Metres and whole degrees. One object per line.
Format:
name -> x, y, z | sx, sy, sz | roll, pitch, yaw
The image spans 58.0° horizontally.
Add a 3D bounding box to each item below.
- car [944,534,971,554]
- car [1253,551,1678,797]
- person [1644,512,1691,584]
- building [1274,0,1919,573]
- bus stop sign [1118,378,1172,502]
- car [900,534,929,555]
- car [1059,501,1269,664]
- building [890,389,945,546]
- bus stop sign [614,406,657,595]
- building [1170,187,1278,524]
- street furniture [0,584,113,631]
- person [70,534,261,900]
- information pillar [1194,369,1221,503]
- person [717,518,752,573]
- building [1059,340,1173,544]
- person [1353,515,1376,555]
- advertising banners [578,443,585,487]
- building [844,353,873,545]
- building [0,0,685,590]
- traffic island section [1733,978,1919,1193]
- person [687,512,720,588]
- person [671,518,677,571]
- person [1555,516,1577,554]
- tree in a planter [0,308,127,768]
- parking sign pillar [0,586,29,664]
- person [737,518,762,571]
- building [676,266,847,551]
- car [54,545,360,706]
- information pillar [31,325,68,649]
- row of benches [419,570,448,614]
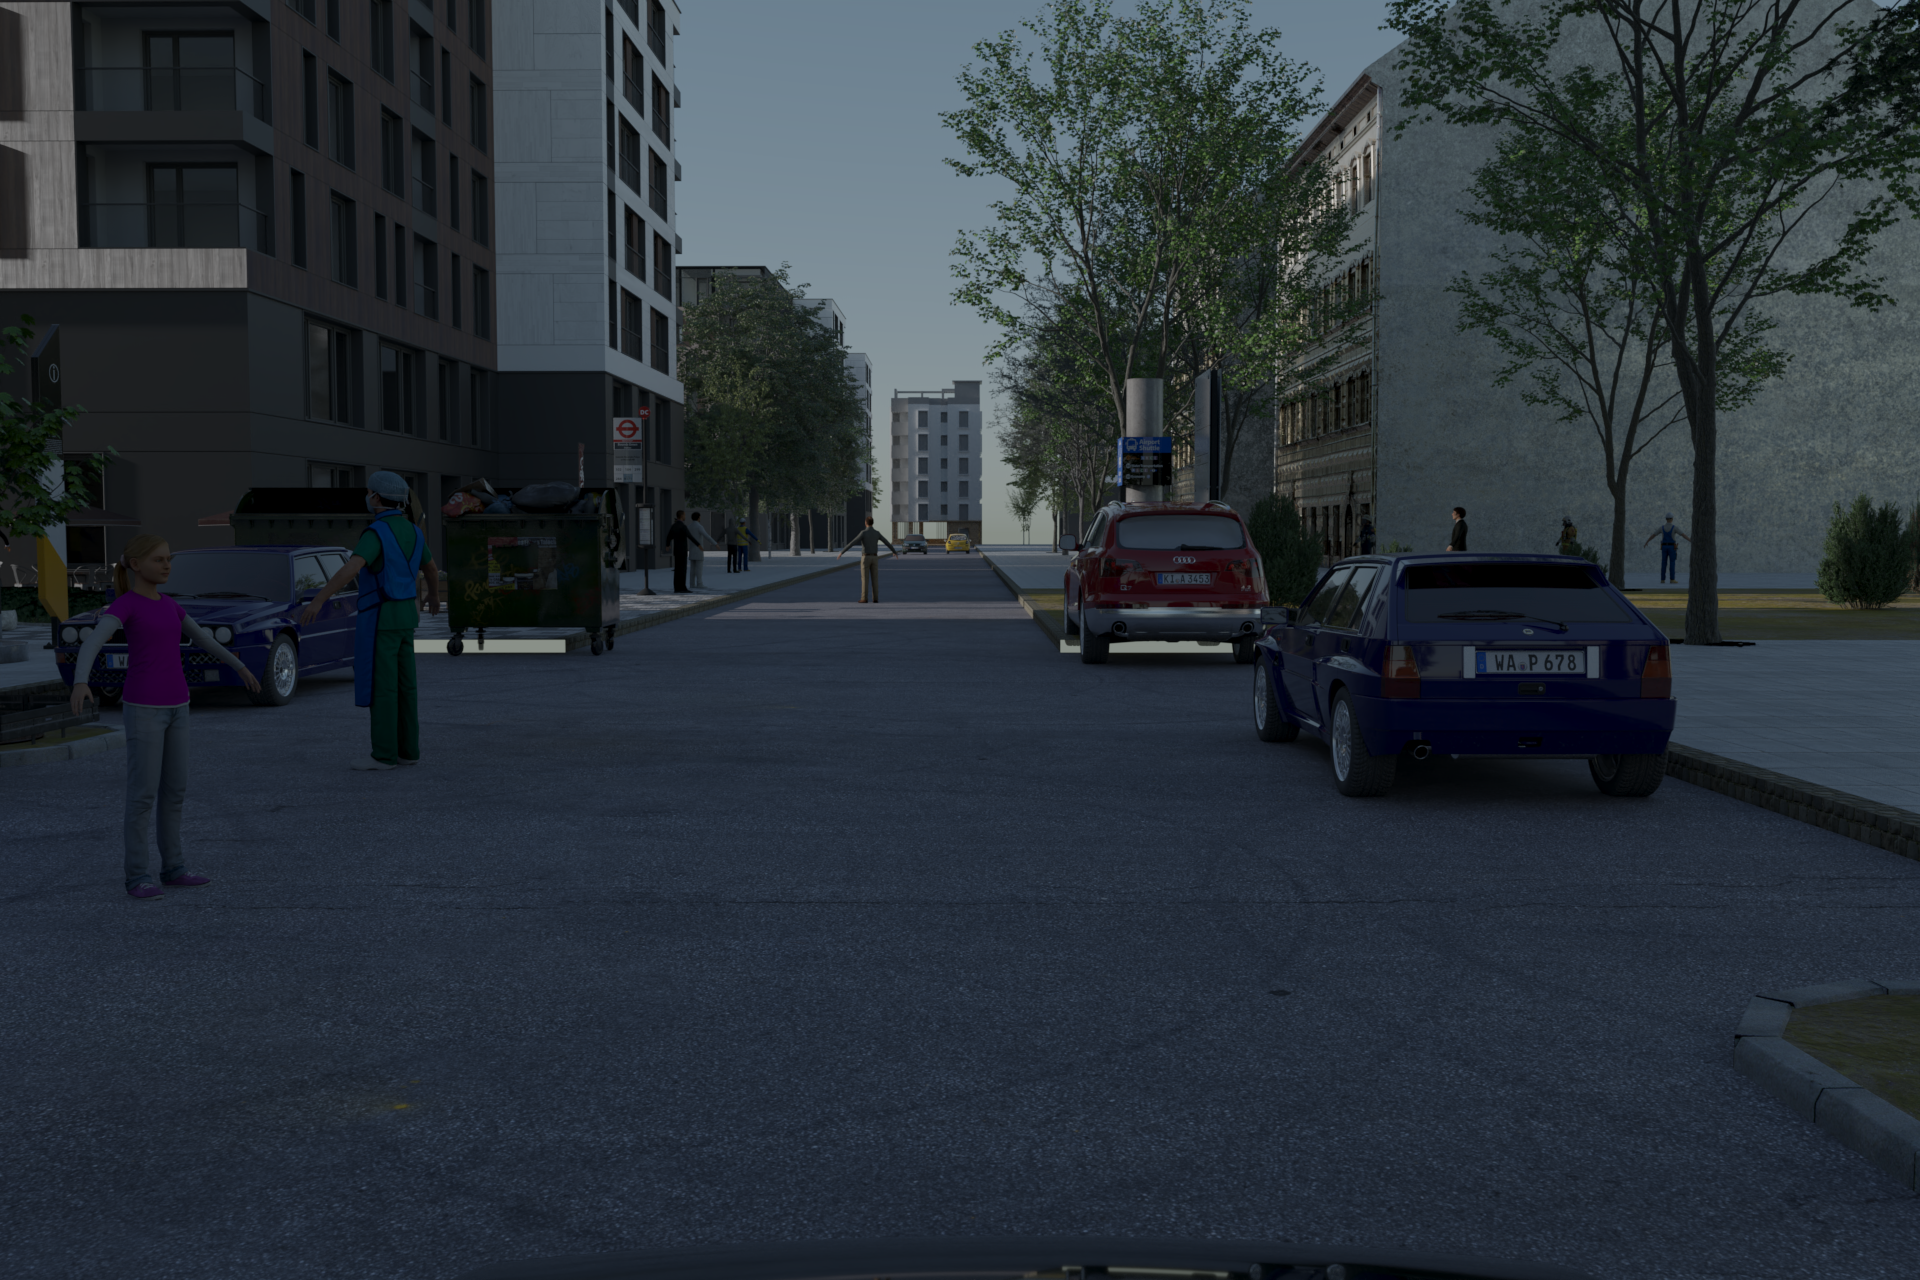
car -> -0.168, -7.120, 126.628 | 2.015, 1.641, 3.980 | 0, 4, -1
car -> 2.930, 0.110, 10.788 | 1.945, 1.354, 3.894 | 0, 4, 0
person -> 18.442, -2.396, 45.038 | 1.347, 1.847, 0.705 | 3, 5, 40
building -> 22.904, -14.350, 65.552 | 19.493, 23.208, 18.063 | 0, 3, 0
bus stop sign -> 3.149, -2.482, 29.590 | 0.837, 3.901, 0.837 | 0, 3, 0
car -> -3.168, -6.857, 121.903 | 2.009, 1.686, 4.222 | 0, 4, 0
car -> 2.350, -0.733, 20.656 | 2.281, 1.827, 5.304 | 0, 4, 0
building -> -8.439, -21.939, 217.581 | 11.380, 20.090, 16.016 | 0, 4, 4
bus stop sign -> -6.806, -2.910, 36.281 | 0.855, 3.939, 0.416 | 0, 4, -1
building -> 21.722, -15.999, 92.507 | 19.493, 23.208, 18.063 | 0, 3, 0
street furniture -> -14.528, -0.512, 23.997 | 5.734, 0.657, 10.072 | 1, 4, 8
person -> -3.153, 0.296, 6.889 | 0.599, 1.433, 0.991 | 1, 4, 17
information pillar -> 3.626, -2.087, 25.443 | 0.184, 3.620, 1.656 | 0, 4, 1
person -> -7.476, -3.110, 56.978 | 1.348, 1.813, 0.705 | 2, 4, 25
building -> 24.731, -21.203, 190.649 | 27.936, 21.610, 32.646 | 0, 4, 0
person -> 12.091, -2.805, 51.641 | 0.705, 1.856, 1.354 | -1, 4, -11
advertising banners -> -7.281, -2.230, 32.655 | 0.090, 3.025, 2.074 | 0, 3, 0
building -> -24.598, -21.364, 193.270 | 27.936, 21.610, 32.646 | 0, 4, 0
building -> -25.103, -12.738, 52.235 | 27.936, 21.610, 32.646 | 0, 4, 1
traffic island section -> 3.069, 1.138, 4.262 | 1.991, 0.108, 1.994 | 0, 4, 0
person -> -6.237, -2.137, 41.125 | 1.347, 1.806, 0.705 | 3, 4, 38
person -> -9.762, -3.293, 59.779 | 0.705, 1.837, 1.347 | -2, 4, -32
person -> 18.880, -2.945, 53.914 | 0.705, 1.858, 1.354 | 0, 3, 0
tree in a planter -> -6.634, -0.863, 11.330 | 1.991, 3.239, 1.994 | 0, 4, 1
parking sign pillar -> -10.136, -1.758, 17.210 | 1.447, 3.967, 1.447 | 0, 3, 0
person -> -7.458, -3.280, 59.593 | 1.349, 1.833, 0.705 | 2, 4, 24
building -> -25.025, -18.628, 148.535 | 27.936, 21.610, 32.646 | 0, 4, 1
car -> -6.471, -0.186, 15.620 | 1.945, 1.354, 3.894 | 0, 4, 0
information pillar -> -10.105, -1.706, 19.240 | 0.183, 3.616, 0.504 | 0, 4, 0
row of benches -> -9.099, -0.862, 29.562 | 1.422, 0.672, 4.104 | -2, 4, -28
